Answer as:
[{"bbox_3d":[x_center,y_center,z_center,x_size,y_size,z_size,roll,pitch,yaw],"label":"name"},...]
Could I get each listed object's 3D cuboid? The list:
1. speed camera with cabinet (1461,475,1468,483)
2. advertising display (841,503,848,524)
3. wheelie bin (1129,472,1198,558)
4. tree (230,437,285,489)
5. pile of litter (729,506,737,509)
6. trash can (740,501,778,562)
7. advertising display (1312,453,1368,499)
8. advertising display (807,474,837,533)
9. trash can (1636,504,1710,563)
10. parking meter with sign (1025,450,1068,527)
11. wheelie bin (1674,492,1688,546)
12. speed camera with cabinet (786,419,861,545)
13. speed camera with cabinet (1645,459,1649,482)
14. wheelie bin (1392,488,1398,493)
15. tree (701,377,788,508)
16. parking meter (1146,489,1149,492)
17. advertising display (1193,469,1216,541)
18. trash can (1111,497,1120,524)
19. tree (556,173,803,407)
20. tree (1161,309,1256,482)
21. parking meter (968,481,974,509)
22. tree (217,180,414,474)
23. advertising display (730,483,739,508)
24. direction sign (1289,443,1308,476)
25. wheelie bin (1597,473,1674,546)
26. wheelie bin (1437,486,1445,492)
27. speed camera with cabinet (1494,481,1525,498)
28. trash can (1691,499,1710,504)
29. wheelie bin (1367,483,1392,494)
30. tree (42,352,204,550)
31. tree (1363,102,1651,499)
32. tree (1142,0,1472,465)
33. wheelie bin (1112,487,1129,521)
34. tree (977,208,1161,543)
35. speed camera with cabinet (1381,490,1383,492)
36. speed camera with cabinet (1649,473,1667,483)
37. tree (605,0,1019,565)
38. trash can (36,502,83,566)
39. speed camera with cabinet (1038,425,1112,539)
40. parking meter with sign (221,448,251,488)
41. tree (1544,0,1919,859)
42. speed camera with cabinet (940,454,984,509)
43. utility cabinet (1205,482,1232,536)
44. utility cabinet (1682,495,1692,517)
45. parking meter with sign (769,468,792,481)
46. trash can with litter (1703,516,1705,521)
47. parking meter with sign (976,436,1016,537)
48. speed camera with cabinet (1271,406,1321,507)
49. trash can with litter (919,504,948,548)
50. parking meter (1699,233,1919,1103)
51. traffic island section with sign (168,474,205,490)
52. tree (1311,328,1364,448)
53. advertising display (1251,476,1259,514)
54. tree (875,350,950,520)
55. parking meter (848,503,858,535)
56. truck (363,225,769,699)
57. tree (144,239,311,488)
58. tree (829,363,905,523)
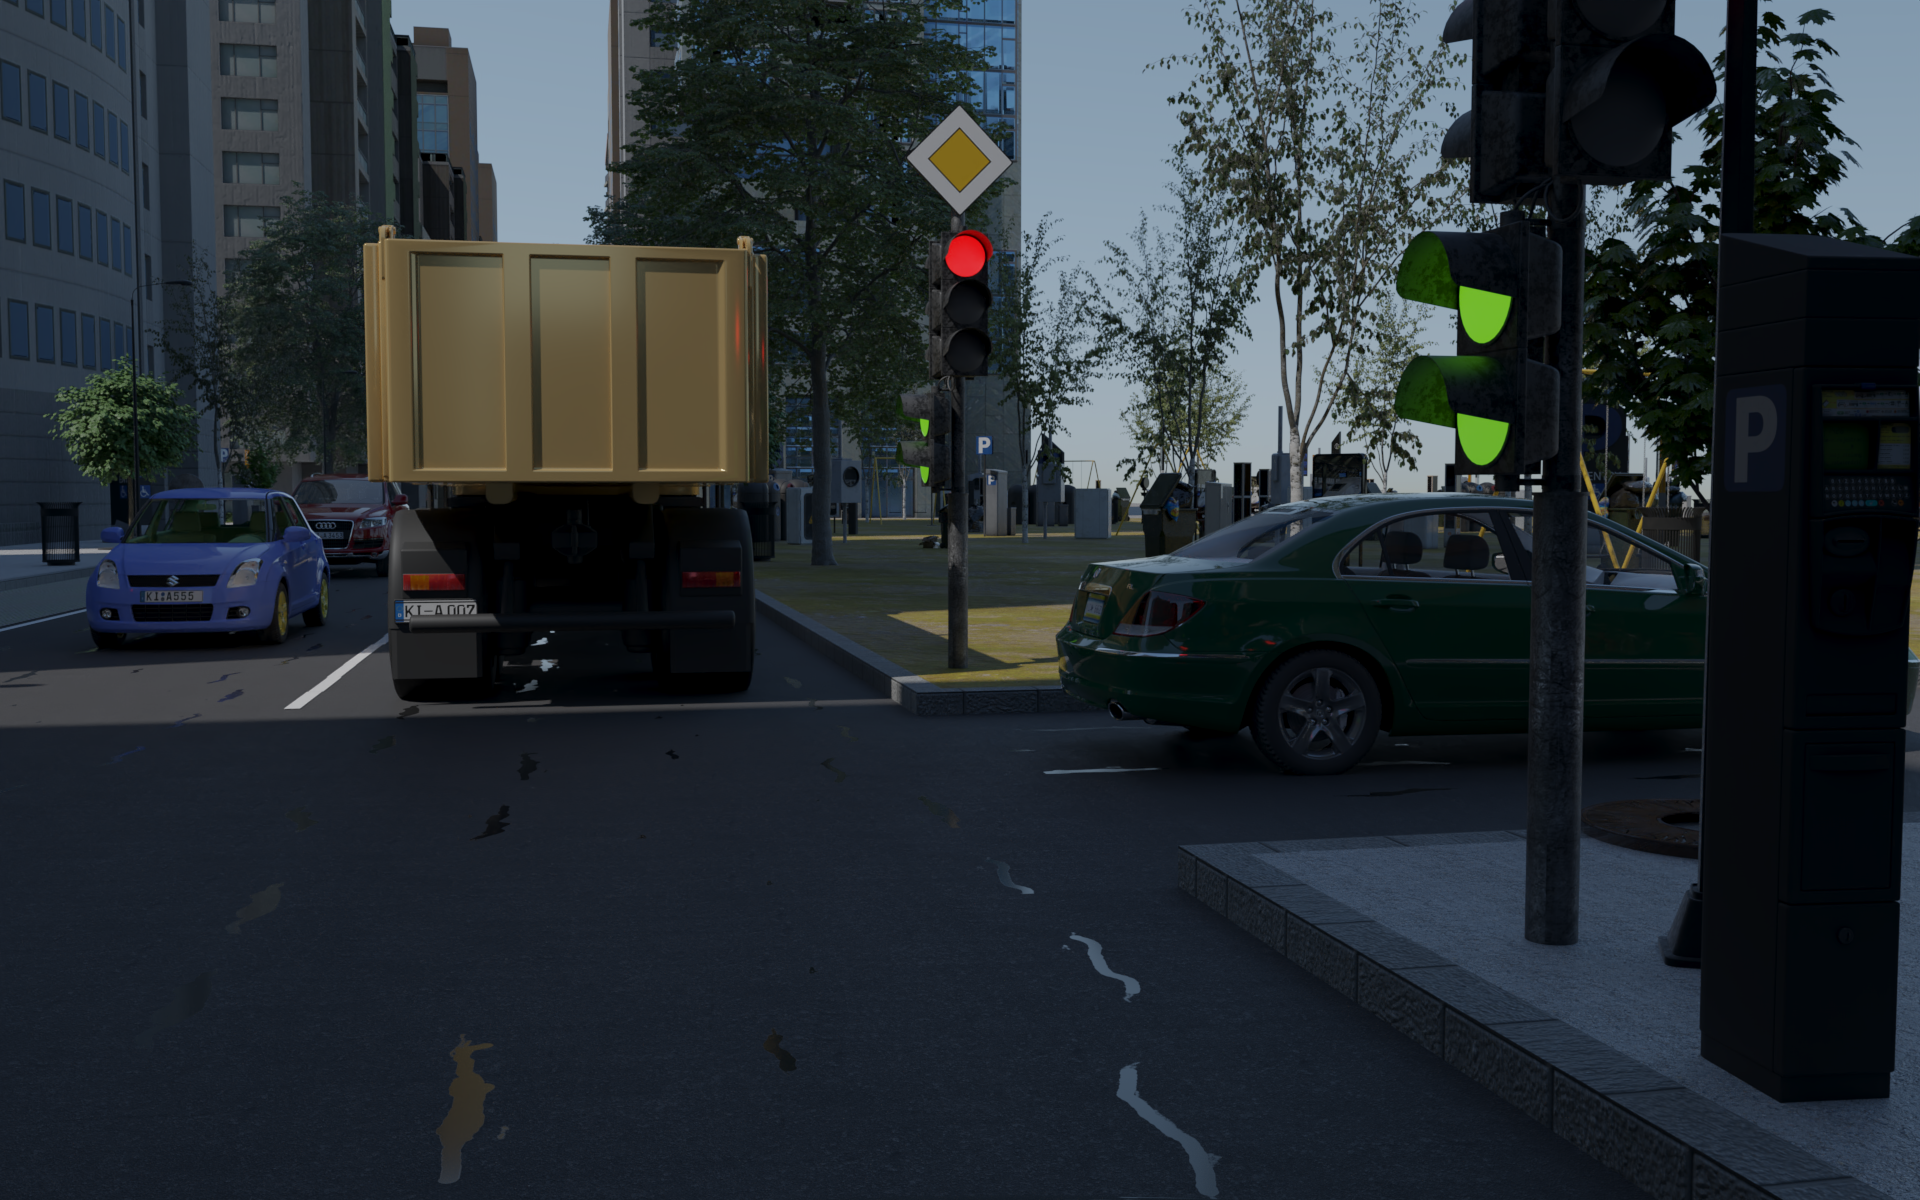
[{"bbox_3d":[26.487,-6.042,93.129,2.038,3.252,0.660,-1,4,-21],"label":"speed camera with cabinet"},{"bbox_3d":[-4.803,-4.217,74.155,0.123,1.923,0.974,-3,4,-37],"label":"advertising display"},{"bbox_3d":[3.071,-1.074,25.472,0.693,1.594,0.980,-1,4,-23],"label":"wheelie bin"},{"bbox_3d":[-23.345,-3.842,57.414,1.663,3.219,1.824,0,3,0],"label":"tree"},{"bbox_3d":[-8.154,-3.068,64.119,1.176,0.858,1.719,2,4,30],"label":"pile of litter"},{"bbox_3d":[-3.843,-1.311,33.083,0.748,1.137,0.748,0,3,0],"label":"trash can"},{"bbox_3d":[6.010,-1.361,27.463,0.123,1.923,0.974,-3,5,-41],"label":"advertising display"},{"bbox_3d":[-4.520,-3.151,56.740,0.974,1.923,0.123,-1,4,-20],"label":"advertising display"},{"bbox_3d":[7.903,-0.465,19.255,0.748,1.137,0.748,0,3,0],"label":"trash can"},{"bbox_3d":[3.400,-4.425,68.604,1.738,3.016,0.543,-1,4,-9],"label":"parking meter with sign"},{"bbox_3d":[17.390,-2.120,42.577,0.980,1.594,0.693,0,4,2],"label":"wheelie bin"},{"bbox_3d":[-3.488,-3.066,44.467,2.038,3.252,0.660,-3,5,-43],"label":"speed camera with cabinet"},{"bbox_3d":[37.533,-6.137,94.681,0.660,3.252,2.038,3,5,40],"label":"speed camera with cabinet"},{"bbox_3d":[21.504,-4.803,86.442,0.693,1.594,0.980,2,4,32],"label":"wheelie bin"},{"bbox_3d":[-5.445,-3.438,39.931,4.285,4.588,4.351,0,3,0],"label":"tree"},{"bbox_3d":[10.106,-5.128,92.257,0.372,1.533,0.369,0,3,0],"label":"parking meter"},{"bbox_3d":[6.318,-2.418,44.749,0.123,1.923,0.974,3,4,39],"label":"advertising display"},{"bbox_3d":[6.432,-3.801,73.793,0.748,1.137,0.748,0,3,0],"label":"trash can"},{"bbox_3d":[-10.772,-9.699,65.234,9.857,13.997,8.962,0,3,0],"label":"tree"},{"bbox_3d":[8.729,-7.203,68.124,4.737,8.622,4.395,0,3,0],"label":"tree"},{"bbox_3d":[0.482,-4.270,75.522,0.255,1.863,0.399,0,4,-3],"label":"parking meter"},{"bbox_3d":[-26.412,-10.130,72.278,9.857,13.997,8.962,0,3,0],"label":"tree"},{"bbox_3d":[-9.299,-4.170,73.401,0.974,1.923,0.123,-3,5,-44],"label":"advertising display"},{"bbox_3d":[14.936,-5.167,76.484,0.876,3.537,0.379,3,4,36],"label":"direction sign"},{"bbox_3d":[10.029,-1.105,25.983,0.980,1.594,0.693,-2,4,-27],"label":"wheelie bin"},{"bbox_3d":[18.914,-3.642,67.461,0.980,1.594,0.693,-3,4,-38],"label":"wheelie bin"},{"bbox_3d":[20.127,-4.217,63.287,0.660,3.252,2.038,0,4,-1],"label":"speed camera with cabinet"},{"bbox_3d":[21.592,-2.359,50.225,0.748,1.137,0.748,0,3,0],"label":"trash can"},{"bbox_3d":[11.313,-2.444,47.870,0.693,1.594,0.980,3,5,43],"label":"wheelie bin"},{"bbox_3d":[-19.358,-3.451,40.143,4.285,4.588,4.351,0,3,0],"label":"tree"},{"bbox_3d":[10.139,-4.885,30.230,4.737,8.622,4.395,0,3,0],"label":"tree"},{"bbox_3d":[3.982,-4.220,19.365,4.360,8.622,3.978,0,3,0],"label":"tree"},{"bbox_3d":[7.602,-4.530,81.980,0.980,1.594,0.693,-3,4,-37],"label":"wheelie bin"},{"bbox_3d":[1.904,-5.790,45.035,4.737,8.622,4.395,0,3,0],"label":"tree"},{"bbox_3d":[15.280,-4.420,66.605,2.038,3.252,0.660,1,4,17],"label":"speed camera with cabinet"},{"bbox_3d":[30.151,-4.893,74.331,0.660,3.252,2.038,2,4,27],"label":"speed camera with cabinet"},{"bbox_3d":[-2.640,-6.876,30.543,7.486,12.596,7.792,0,3,0],"label":"tree"},{"bbox_3d":[-16.173,-1.192,31.136,0.748,1.137,0.748,0,3,0],"label":"trash can"},{"bbox_3d":[3.303,-3.387,49.719,2.038,3.252,0.660,1,4,15],"label":"speed camera with cabinet"},{"bbox_3d":[-27.042,-4.221,65.269,1.738,3.016,0.543,1,4,16],"label":"parking meter with sign"},{"bbox_3d":[2.926,-0.714,6.280,1.663,3.219,1.824,0,3,0],"label":"tree"},{"bbox_3d":[0.176,-5.043,76.783,2.038,3.252,0.660,1,4,15],"label":"speed camera with cabinet"},{"bbox_3d":[4.756,-1.413,31.784,0.318,1.500,1.173,1,4,18],"label":"utility cabinet"},{"bbox_3d":[32.686,-4.125,78.608,0.306,1.237,1.020,-1,4,-23],"label":"utility cabinet"},{"bbox_3d":[-5.320,-3.362,51.233,0.543,3.016,1.738,3,5,43],"label":"parking meter with sign"},{"bbox_3d":[36.181,-4.385,83.083,1.055,1.170,0.624,2,4,33],"label":"trash can with litter"},{"bbox_3d":[1.147,-3.469,52.982,0.543,3.016,1.738,2,4,29],"label":"parking meter with sign"},{"bbox_3d":[7.485,-2.688,38.284,0.660,3.252,2.038,-1,4,-9],"label":"speed camera with cabinet"},{"bbox_3d":[-0.458,-1.806,40.910,1.055,1.170,0.624,1,4,19],"label":"trash can with litter"},{"bbox_3d":[1.833,0.120,3.748,0.255,1.863,0.399,0,4,-7],"label":"parking meter"},{"bbox_3d":[-14.699,-1.480,32.825,1.989,1.847,2.006,-1,4,-12],"label":"traffic island section with sign"},{"bbox_3d":[14.129,-6.582,57.980,4.737,8.622,4.395,0,3,0],"label":"tree"},{"bbox_3d":[10.632,-3.442,61.492,0.123,1.923,0.974,-3,5,-42],"label":"advertising display"},{"bbox_3d":[-2.575,-8.331,86.572,4.360,8.622,3.978,0,3,0],"label":"tree"},{"bbox_3d":[-3.392,-3.010,54.920,0.255,1.863,0.399,0,4,7],"label":"parking meter"},{"bbox_3d":[-3.524,-1.223,15.915,3.469,3.379,9.791,-1,4,-12],"label":"truck"},{"bbox_3d":[-21.621,-6.158,51.049,4.360,8.622,3.978,0,3,0],"label":"tree"},{"bbox_3d":[-4.116,-7.782,77.605,4.737,8.622,4.395,0,3,0],"label":"tree"}]
